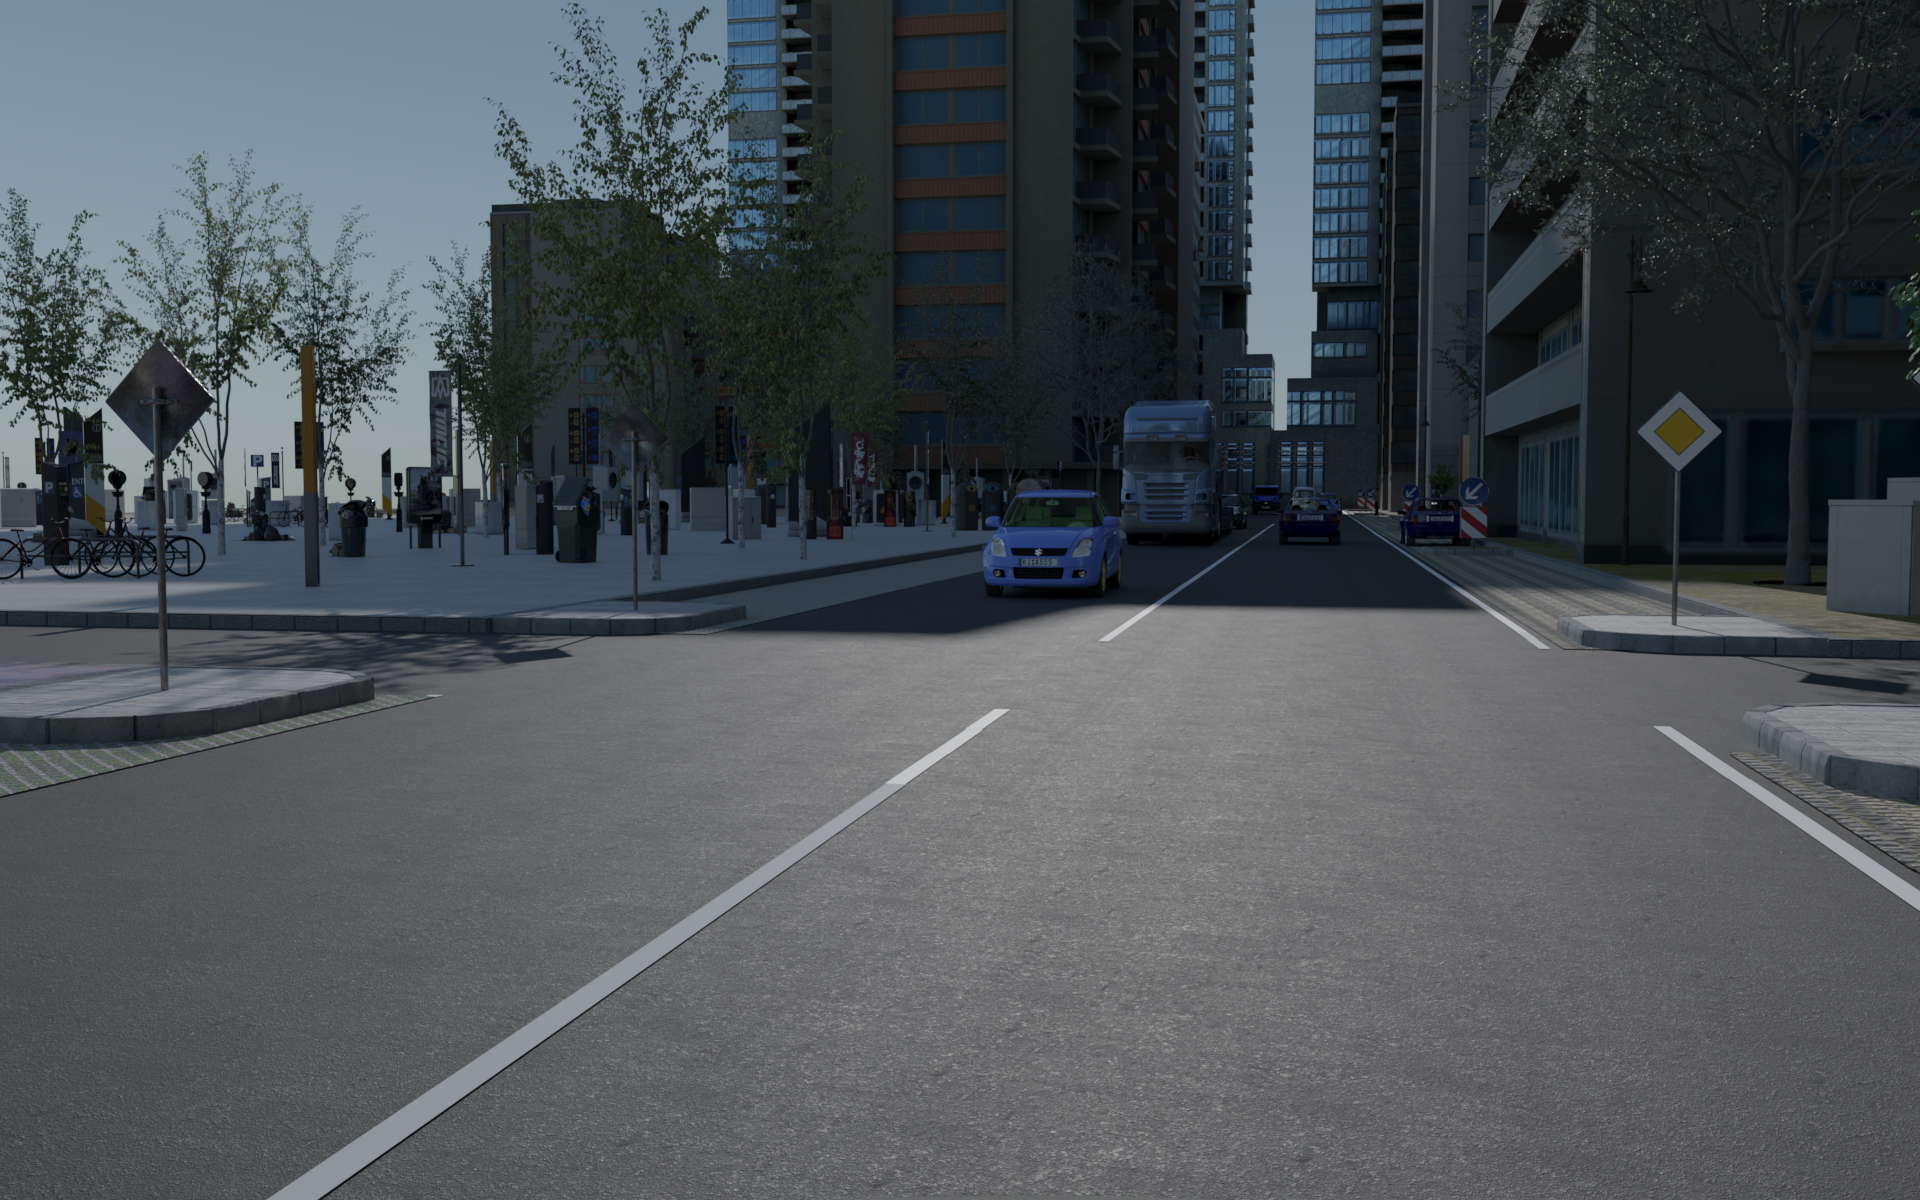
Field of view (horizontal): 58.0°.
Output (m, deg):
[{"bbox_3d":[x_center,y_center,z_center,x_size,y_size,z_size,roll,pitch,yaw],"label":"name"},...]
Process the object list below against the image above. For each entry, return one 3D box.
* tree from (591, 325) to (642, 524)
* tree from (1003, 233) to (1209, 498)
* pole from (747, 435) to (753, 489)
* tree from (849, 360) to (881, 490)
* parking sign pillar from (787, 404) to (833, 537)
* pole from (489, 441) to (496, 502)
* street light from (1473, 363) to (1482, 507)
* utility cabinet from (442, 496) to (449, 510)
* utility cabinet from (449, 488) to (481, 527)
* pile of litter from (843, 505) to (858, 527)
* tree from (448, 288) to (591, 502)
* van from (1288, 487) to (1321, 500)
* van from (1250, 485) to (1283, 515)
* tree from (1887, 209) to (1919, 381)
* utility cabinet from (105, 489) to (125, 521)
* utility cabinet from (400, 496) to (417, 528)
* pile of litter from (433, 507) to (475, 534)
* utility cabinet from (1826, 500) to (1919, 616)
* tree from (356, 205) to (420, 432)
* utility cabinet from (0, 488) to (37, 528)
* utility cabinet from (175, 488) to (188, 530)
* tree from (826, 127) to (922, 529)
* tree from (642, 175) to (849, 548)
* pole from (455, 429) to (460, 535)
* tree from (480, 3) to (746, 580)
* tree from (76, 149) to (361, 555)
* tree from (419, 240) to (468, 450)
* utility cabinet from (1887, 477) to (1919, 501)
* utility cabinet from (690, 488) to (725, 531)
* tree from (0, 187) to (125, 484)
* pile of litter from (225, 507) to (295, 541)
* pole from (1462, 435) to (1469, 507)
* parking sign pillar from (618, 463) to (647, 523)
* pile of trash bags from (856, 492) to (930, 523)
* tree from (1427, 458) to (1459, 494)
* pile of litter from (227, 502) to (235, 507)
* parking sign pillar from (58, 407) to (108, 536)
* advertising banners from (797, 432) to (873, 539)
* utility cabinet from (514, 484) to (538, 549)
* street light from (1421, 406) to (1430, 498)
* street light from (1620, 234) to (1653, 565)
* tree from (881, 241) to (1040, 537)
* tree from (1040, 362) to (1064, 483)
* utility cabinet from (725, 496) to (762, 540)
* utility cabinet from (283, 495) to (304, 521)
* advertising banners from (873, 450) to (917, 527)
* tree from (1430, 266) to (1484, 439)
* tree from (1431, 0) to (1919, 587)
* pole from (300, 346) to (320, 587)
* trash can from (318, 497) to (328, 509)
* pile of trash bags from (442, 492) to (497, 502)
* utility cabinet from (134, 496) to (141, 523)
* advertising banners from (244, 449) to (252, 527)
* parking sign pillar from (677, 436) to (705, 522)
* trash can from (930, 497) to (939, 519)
[{"bbox_3d":[-14.031,-7.536,73.578,4.360,8.622,3.978,0,3,0],"label":"tree"},{"bbox_3d":[6.527,-10.525,82.455,12.009,13.543,11.850,0,3,0],"label":"tree"},{"bbox_3d":[-7.310,-4.067,60.333,0.158,3.312,0.155,0,3,0],"label":"pole"},{"bbox_3d":[-4.272,-8.763,93.629,4.360,8.622,3.978,0,3,0],"label":"tree"},{"bbox_3d":[-4.510,-3.902,52.263,1.447,3.967,1.447,1,4,13],"label":"parking sign pillar"},{"bbox_3d":[-18.075,-4.473,66.973,0.158,3.312,0.155,0,3,0],"label":"pole"},{"bbox_3d":[18.087,-5.356,60.358,0.468,5.910,1.993,1,4,12],"label":"street light"},{"bbox_3d":[-20.343,-3.439,67.394,1.020,1.237,0.306,1,4,14],"label":"utility cabinet"},{"bbox_3d":[-19.284,-3.596,67.468,1.173,1.500,0.318,-3,5,-40],"label":"utility cabinet"},{"bbox_3d":[-4.776,-3.332,68.442,1.719,0.858,1.176,-2,4,-23],"label":"pile of litter"},{"bbox_3d":[-16.430,-6.846,62.288,4.360,8.622,3.978,0,3,0],"label":"tree"},{"bbox_3d":[20.780,-5.957,104.409,2.013,2.044,4.112,1,4,12],"label":"van"},{"bbox_3d":[21.384,-7.117,120.741,2.240,2.365,5.245,1,4,11],"label":"van"},{"bbox_3d":[9.958,-1.927,15.215,4.285,4.588,4.351,0,3,0],"label":"tree"},{"bbox_3d":[-40.154,-4.479,81.909,1.173,1.500,0.318,0,4,-2],"label":"utility cabinet"},{"bbox_3d":[-21.020,-3.359,66.084,0.306,1.237,1.020,1,4,10],"label":"utility cabinet"},{"bbox_3d":[-16.638,-2.607,56.583,1.719,0.858,1.176,-3,4,-37],"label":"pile of litter"},{"bbox_3d":[9.912,-0.462,18.708,0.306,1.237,1.020,-2,4,-25],"label":"utility cabinet"},{"bbox_3d":[-15.819,-5.693,43.440,4.360,8.622,3.978,0,3,0],"label":"tree"},{"bbox_3d":[-35.706,-3.484,65.644,1.173,1.500,0.318,-3,4,-37],"label":"utility cabinet"},{"bbox_3d":[-27.309,-3.187,60.780,0.318,1.500,1.173,-1,4,-21],"label":"utility cabinet"},{"bbox_3d":[-3.325,-5.103,33.799,4.737,8.622,4.395,0,3,0],"label":"tree"},{"bbox_3d":[-4.945,-5.536,40.874,4.360,8.622,3.978,0,3,0],"label":"tree"},{"bbox_3d":[-15.774,-3.712,54.540,0.158,3.312,0.155,0,3,0],"label":"pole"},{"bbox_3d":[-4.758,-4.595,25.484,4.737,8.622,4.395,0,3,0],"label":"tree"},{"bbox_3d":[-15.897,-5.273,36.581,4.360,8.622,3.978,0,3,0],"label":"tree"},{"bbox_3d":[-13.745,-6.129,50.572,4.737,8.622,4.395,0,3,0],"label":"tree"},{"bbox_3d":[12.839,-0.886,23.168,0.318,1.500,1.173,0,4,2],"label":"utility cabinet"},{"bbox_3d":[-8.744,-3.139,59.994,1.173,1.500,0.318,-1,4,-18],"label":"utility cabinet"},{"bbox_3d":[-22.021,-5.588,41.727,4.737,8.622,4.395,0,3,0],"label":"tree"},{"bbox_3d":[-19.135,-2.061,47.659,1.719,0.858,1.176,2,4,26],"label":"pile of litter"},{"bbox_3d":[17.466,-4.036,59.840,0.158,3.312,0.155,0,3,0],"label":"pole"},{"bbox_3d":[-14.464,-5.405,76.844,1.447,3.967,1.447,2,4,29],"label":"parking sign pillar"},{"bbox_3d":[-3.047,-4.134,77.342,3.447,1.369,1.912,-1,4,-12],"label":"pile of trash bags"},{"bbox_3d":[25.637,-5.984,92.444,1.663,3.219,1.824,0,3,0],"label":"tree"},{"bbox_3d":[-40.221,-4.964,95.131,1.719,0.858,1.176,-3,5,-42],"label":"pile of litter"},{"bbox_3d":[-26.973,-3.956,53.159,1.447,3.967,1.447,1,4,13],"label":"parking sign pillar"},{"bbox_3d":[-3.564,-3.224,48.894,2.074,3.025,0.090,0,4,6],"label":"advertising banners"},{"bbox_3d":[-10.086,-1.946,40.501,0.318,1.500,1.173,0,4,4],"label":"utility cabinet"},{"bbox_3d":[24.080,-7.151,89.703,0.468,5.910,1.993,1,4,12],"label":"street light"},{"bbox_3d":[11.985,-3.563,31.035,0.468,5.910,1.993,1,4,12],"label":"street light"},{"bbox_3d":[0.031,-6.177,51.351,4.360,8.622,3.978,0,3,0],"label":"tree"},{"bbox_3d":[2.101,-7.302,69.751,4.360,8.622,3.978,0,3,0],"label":"tree"},{"bbox_3d":[-6.087,-2.310,48.932,0.306,1.237,1.020,3,5,45],"label":"utility cabinet"},{"bbox_3d":[-31.760,-4.370,82.609,1.020,1.237,0.306,1,4,19],"label":"utility cabinet"},{"bbox_3d":[-2.699,-4.360,67.471,2.074,3.025,0.090,0,4,-2],"label":"advertising banners"},{"bbox_3d":[17.656,-6.509,56.781,4.360,8.622,3.978,0,3,0],"label":"tree"},{"bbox_3d":[11.807,-6.962,24.205,12.009,13.543,11.850,0,3,0],"label":"tree"},{"bbox_3d":[-8.976,-1.840,23.924,0.158,3.312,0.155,0,3,0],"label":"pole"},{"bbox_3d":[-37.614,-5.534,102.138,0.748,1.137,0.748,0,3,0],"label":"trash can"},{"bbox_3d":[-28.139,-5.452,98.894,3.447,1.369,1.912,-1,4,-23],"label":"pile of trash bags"},{"bbox_3d":[-35.693,-3.956,75.843,1.020,1.237,0.306,2,4,24],"label":"utility cabinet"},{"bbox_3d":[-27.768,-4.361,67.488,0.090,3.025,2.074,-1,4,-17],"label":"advertising banners"},{"bbox_3d":[-12.355,-5.570,79.545,1.447,3.967,1.447,-3,5,-43],"label":"parking sign pillar"},{"bbox_3d":[-1.400,-4.518,85.514,0.748,1.137,0.748,0,3,0],"label":"trash can"}]
